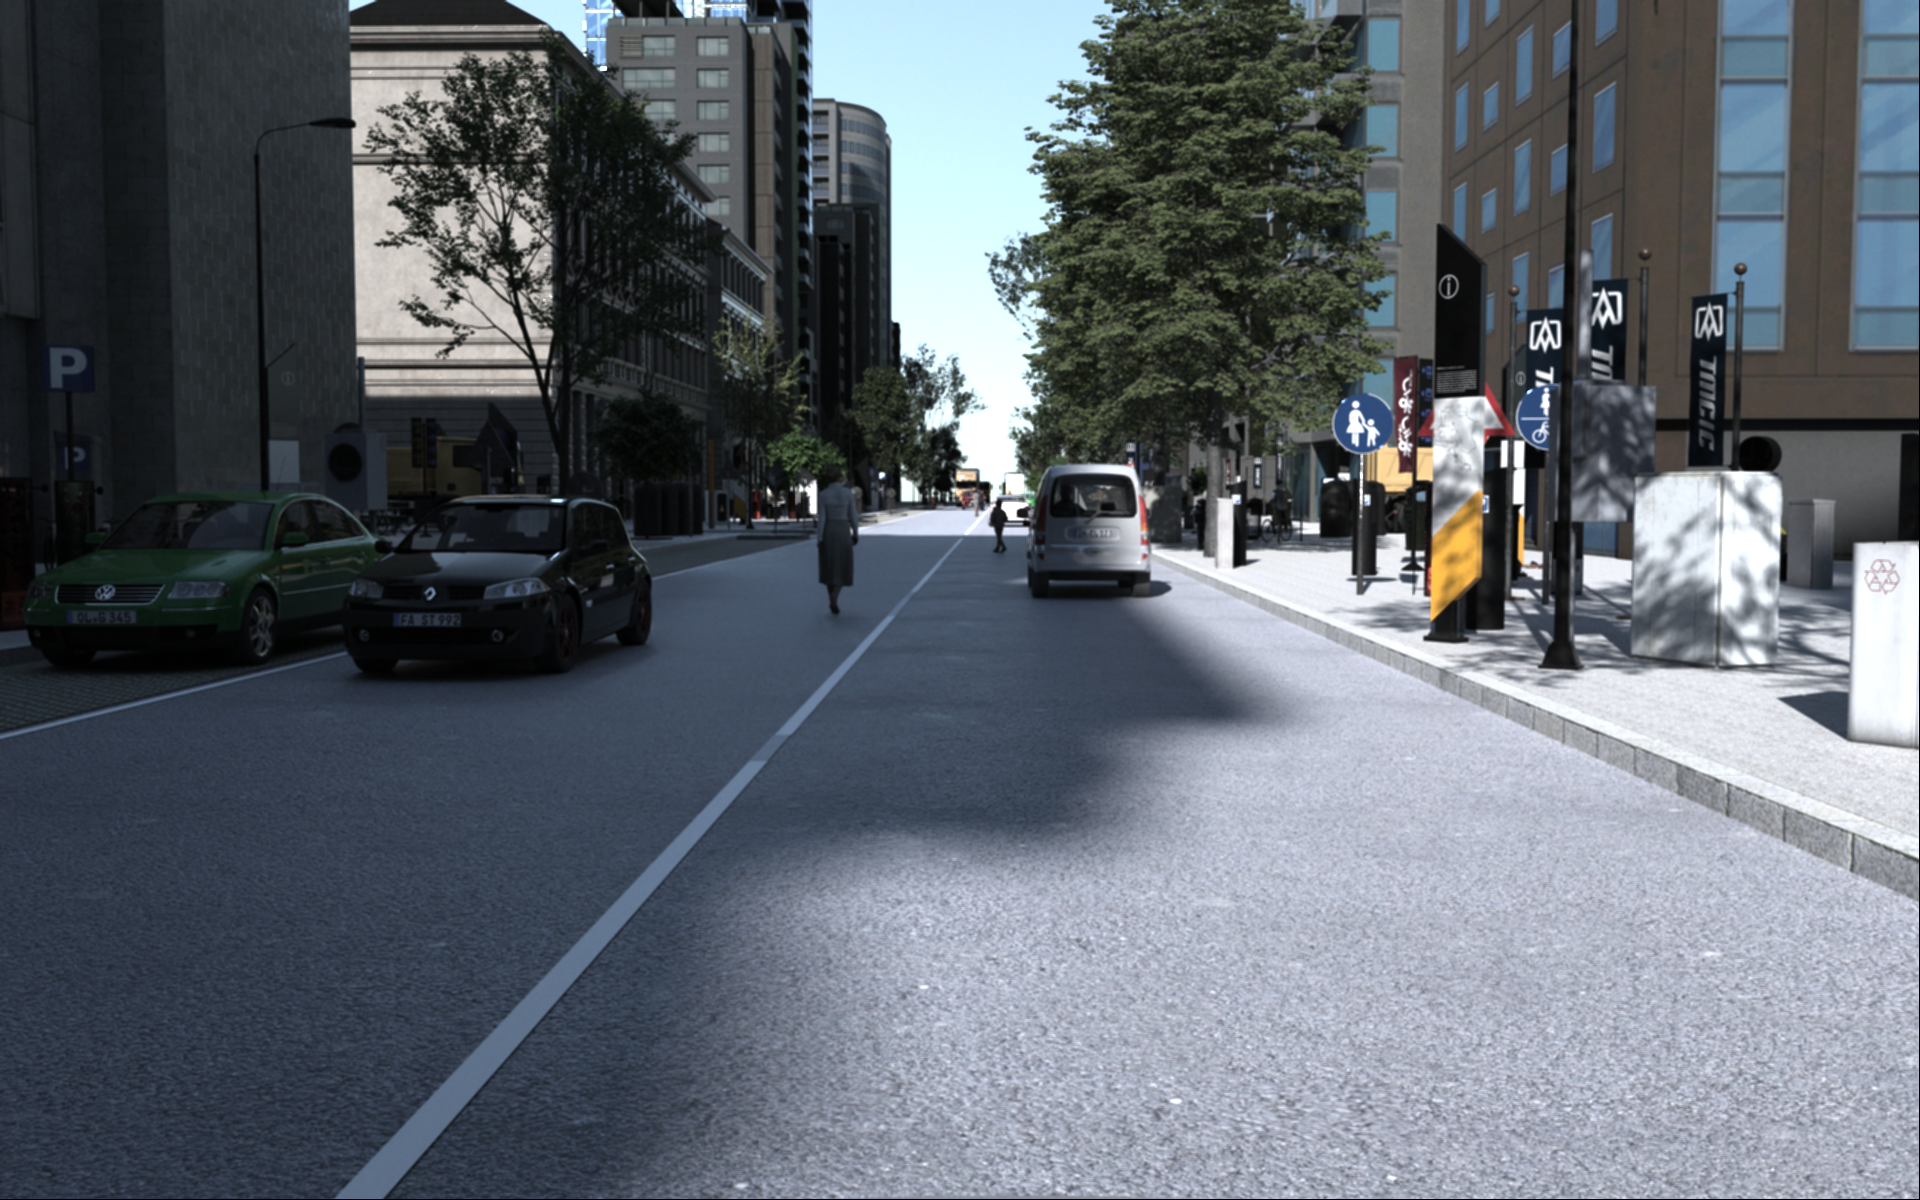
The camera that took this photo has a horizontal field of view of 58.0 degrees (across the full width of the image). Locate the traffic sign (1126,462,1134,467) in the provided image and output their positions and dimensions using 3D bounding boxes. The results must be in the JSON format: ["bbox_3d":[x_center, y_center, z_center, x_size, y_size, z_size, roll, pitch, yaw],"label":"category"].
[{"bbox_3d":[6.904,-4.248,69.565,0.768,2.556,0.104,0,4,7],"label":"traffic sign"}]

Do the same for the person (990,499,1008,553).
[{"bbox_3d":[0.937,-1.796,42.135,0.475,1.303,0.640,-3,4,-36],"label":"person"}]

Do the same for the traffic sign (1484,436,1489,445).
[{"bbox_3d":[6.684,-1.411,23.178,0.768,2.556,0.104,0,4,6],"label":"traffic sign"}]

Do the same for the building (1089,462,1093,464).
[{"bbox_3d":[26.314,-29.806,259.034,14.160,30.474,14.107,0,4,1],"label":"building"}]

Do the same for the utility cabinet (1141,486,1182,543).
[{"bbox_3d":[5.222,-2.247,45.413,1.173,1.500,0.318,3,4,36],"label":"utility cabinet"}]

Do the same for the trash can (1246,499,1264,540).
[{"bbox_3d":[8.222,-2.288,49.060,0.748,1.137,0.748,0,3,0],"label":"trash can"}]

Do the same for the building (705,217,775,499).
[{"bbox_3d":[-20.126,-17.447,121.420,11.583,22.565,21.152,0,4,1],"label":"building"}]

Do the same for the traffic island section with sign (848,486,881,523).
[{"bbox_3d":[-5.135,-4.735,86.042,1.989,1.847,2.006,0,4,1],"label":"traffic island section with sign"}]

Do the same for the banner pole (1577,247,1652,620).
[{"bbox_3d":[6.748,-1.699,17.788,0.863,3.779,0.401,2,4,30],"label":"banner pole"}]

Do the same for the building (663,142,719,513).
[{"bbox_3d":[-21.115,-16.638,100.903,11.050,23.489,19.941,0,4,1],"label":"building"}]

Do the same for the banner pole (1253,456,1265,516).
[{"bbox_3d":[17.285,-6.705,99.650,0.863,3.779,0.401,0,4,5],"label":"banner pole"}]

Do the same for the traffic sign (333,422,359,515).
[{"bbox_3d":[-10.825,-1.878,30.806,0.768,2.556,0.104,0,4,3],"label":"traffic sign"}]

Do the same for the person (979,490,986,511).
[{"bbox_3d":[1.990,-8.582,149.266,0.568,1.767,0.683,1,4,15],"label":"person"}]

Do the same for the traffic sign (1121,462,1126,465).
[{"bbox_3d":[5.171,-3.129,54.807,0.795,2.450,0.064,0,4,1],"label":"traffic sign"}]

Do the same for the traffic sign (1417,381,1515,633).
[{"bbox_3d":[4.656,-0.978,15.995,0.884,2.594,0.081,0,4,5],"label":"traffic sign"}]

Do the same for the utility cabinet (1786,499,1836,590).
[{"bbox_3d":[11.655,-0.768,23.725,0.306,1.237,1.020,1,4,8],"label":"utility cabinet"}]

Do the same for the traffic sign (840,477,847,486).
[{"bbox_3d":[-7.051,-6.265,102.535,0.768,2.556,0.104,0,4,5],"label":"traffic sign"}]

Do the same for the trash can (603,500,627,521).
[{"bbox_3d":[-8.394,-1.839,41.728,0.748,1.137,0.748,0,3,0],"label":"trash can"}]

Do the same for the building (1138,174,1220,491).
[{"bbox_3d":[23.316,-23.529,156.402,14.160,30.474,14.107,0,4,1],"label":"building"}]

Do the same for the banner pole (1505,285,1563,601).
[{"bbox_3d":[6.835,-1.880,20.760,0.863,3.779,0.401,3,4,36],"label":"banner pole"}]

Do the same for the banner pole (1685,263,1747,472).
[{"bbox_3d":[8.353,-1.777,19.078,0.401,3.779,0.863,-2,4,-26],"label":"banner pole"}]

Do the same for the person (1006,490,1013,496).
[{"bbox_3d":[4.492,-9.003,155.704,1.348,1.823,0.705,-2,4,-27],"label":"person"}]

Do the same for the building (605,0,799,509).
[{"bbox_3d":[-21.339,-28.284,146.043,14.154,41.232,14.086,0,4,1],"label":"building"}]

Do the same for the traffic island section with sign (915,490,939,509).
[{"bbox_3d":[-3.236,-9.430,162.804,1.989,1.847,2.006,0,4,1],"label":"traffic island section with sign"}]

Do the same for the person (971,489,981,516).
[{"bbox_3d":[1.042,-6.292,111.738,0.716,1.782,0.532,-3,5,-40],"label":"person"}]

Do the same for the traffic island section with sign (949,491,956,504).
[{"bbox_3d":[-1.205,-14.462,245.074,1.989,1.847,2.006,0,4,1],"label":"traffic island section with sign"}]

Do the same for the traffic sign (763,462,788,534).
[{"bbox_3d":[-5.869,-3.147,55.098,0.795,2.450,0.064,0,4,1],"label":"traffic sign"}]

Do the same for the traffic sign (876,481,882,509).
[{"bbox_3d":[-6.273,-7.998,132.898,0.606,2.300,0.079,0,4,6],"label":"traffic sign"}]

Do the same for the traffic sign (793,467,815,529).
[{"bbox_3d":[-5.672,-3.635,63.081,0.795,2.450,0.064,0,4,1],"label":"traffic sign"}]

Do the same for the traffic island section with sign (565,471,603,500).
[{"bbox_3d":[-6.522,-1.290,29.724,1.989,1.847,2.006,0,4,1],"label":"traffic island section with sign"}]

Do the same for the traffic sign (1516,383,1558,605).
[{"bbox_3d":[6.809,-1.220,20.060,0.768,2.556,0.104,0,4,7],"label":"traffic sign"}]

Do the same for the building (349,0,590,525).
[{"bbox_3d":[-21.491,-15.420,81.002,11.050,23.489,19.941,0,4,1],"label":"building"}]

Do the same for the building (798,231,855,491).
[{"bbox_3d":[-19.196,-25.691,191.751,14.160,30.474,14.107,0,4,1],"label":"building"}]

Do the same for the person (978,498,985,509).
[{"bbox_3d":[2.003,-9.553,165.635,0.756,1.711,0.436,1,4,20],"label":"person"}]

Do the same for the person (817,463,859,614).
[{"bbox_3d":[-1.486,-0.733,20.705,0.478,1.798,0.641,1,4,11],"label":"person"}]

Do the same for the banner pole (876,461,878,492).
[{"bbox_3d":[-6.327,-8.690,132.096,0.401,3.779,0.863,0,4,-2],"label":"banner pole"}]

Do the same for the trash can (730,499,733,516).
[{"bbox_3d":[-13.334,-5.454,100.833,0.748,1.137,0.748,0,3,0],"label":"trash can"}]

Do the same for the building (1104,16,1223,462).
[{"bbox_3d":[30.902,-36.777,190.535,28.713,52.752,27.495,0,4,1],"label":"building"}]

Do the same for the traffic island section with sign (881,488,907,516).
[{"bbox_3d":[-4.472,-6.383,112.989,1.989,1.847,2.006,0,4,1],"label":"traffic island section with sign"}]

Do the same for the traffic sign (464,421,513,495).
[{"bbox_3d":[-8.365,-1.879,30.732,0.884,2.594,0.081,0,4,3],"label":"traffic sign"}]

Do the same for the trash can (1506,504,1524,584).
[{"bbox_3d":[7.628,-0.795,24.647,0.748,1.137,0.748,0,3,0],"label":"trash can"}]

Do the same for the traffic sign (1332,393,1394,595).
[{"bbox_3d":[5.096,-1.339,21.991,0.768,2.556,0.104,0,4,3],"label":"traffic sign"}]

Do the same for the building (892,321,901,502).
[{"bbox_3d":[-16.986,-31.127,280.620,14.160,30.474,14.107,0,4,1],"label":"building"}]

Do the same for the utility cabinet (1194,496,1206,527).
[{"bbox_3d":[9.509,-3.490,68.231,0.306,1.237,1.020,-1,4,-14],"label":"utility cabinet"}]

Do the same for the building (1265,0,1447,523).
[{"bbox_3d":[29.671,-28.169,80.170,30.456,49.044,23.786,0,4,1],"label":"building"}]

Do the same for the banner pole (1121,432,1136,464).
[{"bbox_3d":[6.790,-4.910,70.296,0.863,3.779,0.401,-2,4,-26],"label":"banner pole"}]

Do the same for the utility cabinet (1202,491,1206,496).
[{"bbox_3d":[16.555,-6.623,116.967,0.318,1.500,1.173,0,4,-3],"label":"utility cabinet"}]

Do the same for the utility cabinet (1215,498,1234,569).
[{"bbox_3d":[4.604,-1.161,30.142,0.306,1.237,1.020,0,4,6],"label":"utility cabinet"}]

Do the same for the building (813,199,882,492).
[{"bbox_3d":[-18.101,-33.835,236.793,14.154,41.232,14.086,0,4,1],"label":"building"}]

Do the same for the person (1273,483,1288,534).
[{"bbox_3d":[10.926,-3.085,59.115,0.537,1.800,0.526,0,4,-3],"label":"person"}]

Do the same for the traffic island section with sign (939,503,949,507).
[{"bbox_3d":[-2.559,-11.101,190.121,1.989,1.847,2.006,0,4,1],"label":"traffic island section with sign"}]

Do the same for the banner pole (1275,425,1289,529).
[{"bbox_3d":[11.730,-4.469,63.084,0.401,3.779,0.863,-2,4,-23],"label":"banner pole"}]

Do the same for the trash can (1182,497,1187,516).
[{"bbox_3d":[12.884,-5.442,100.623,0.748,1.137,0.748,0,3,0],"label":"trash can"}]

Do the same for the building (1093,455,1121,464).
[{"bbox_3d":[25.741,-34.282,244.104,14.154,41.232,14.086,0,4,1],"label":"building"}]

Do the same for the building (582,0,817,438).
[{"bbox_3d":[-24.771,-52.293,167.659,22.319,86.520,31.000,0,4,1],"label":"building"}]

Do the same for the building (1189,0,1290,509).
[{"bbox_3d":[27.515,-41.700,120.049,20.563,71.187,20.611,0,4,1],"label":"building"}]

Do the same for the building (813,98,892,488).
[{"bbox_3d":[-21.567,-43.817,258.413,21.231,58.520,28.212,0,4,1],"label":"building"}]

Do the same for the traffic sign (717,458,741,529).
[{"bbox_3d":[-8.386,-3.842,62.827,0.884,2.594,0.081,0,4,5],"label":"traffic sign"}]

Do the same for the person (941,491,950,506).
[{"bbox_3d":[-1.849,-12.448,212.112,1.350,1.814,0.705,2,4,31],"label":"person"}]

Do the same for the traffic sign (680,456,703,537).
[{"bbox_3d":[-7.994,-3.136,51.385,0.768,2.556,0.104,0,4,5],"label":"traffic sign"}]
